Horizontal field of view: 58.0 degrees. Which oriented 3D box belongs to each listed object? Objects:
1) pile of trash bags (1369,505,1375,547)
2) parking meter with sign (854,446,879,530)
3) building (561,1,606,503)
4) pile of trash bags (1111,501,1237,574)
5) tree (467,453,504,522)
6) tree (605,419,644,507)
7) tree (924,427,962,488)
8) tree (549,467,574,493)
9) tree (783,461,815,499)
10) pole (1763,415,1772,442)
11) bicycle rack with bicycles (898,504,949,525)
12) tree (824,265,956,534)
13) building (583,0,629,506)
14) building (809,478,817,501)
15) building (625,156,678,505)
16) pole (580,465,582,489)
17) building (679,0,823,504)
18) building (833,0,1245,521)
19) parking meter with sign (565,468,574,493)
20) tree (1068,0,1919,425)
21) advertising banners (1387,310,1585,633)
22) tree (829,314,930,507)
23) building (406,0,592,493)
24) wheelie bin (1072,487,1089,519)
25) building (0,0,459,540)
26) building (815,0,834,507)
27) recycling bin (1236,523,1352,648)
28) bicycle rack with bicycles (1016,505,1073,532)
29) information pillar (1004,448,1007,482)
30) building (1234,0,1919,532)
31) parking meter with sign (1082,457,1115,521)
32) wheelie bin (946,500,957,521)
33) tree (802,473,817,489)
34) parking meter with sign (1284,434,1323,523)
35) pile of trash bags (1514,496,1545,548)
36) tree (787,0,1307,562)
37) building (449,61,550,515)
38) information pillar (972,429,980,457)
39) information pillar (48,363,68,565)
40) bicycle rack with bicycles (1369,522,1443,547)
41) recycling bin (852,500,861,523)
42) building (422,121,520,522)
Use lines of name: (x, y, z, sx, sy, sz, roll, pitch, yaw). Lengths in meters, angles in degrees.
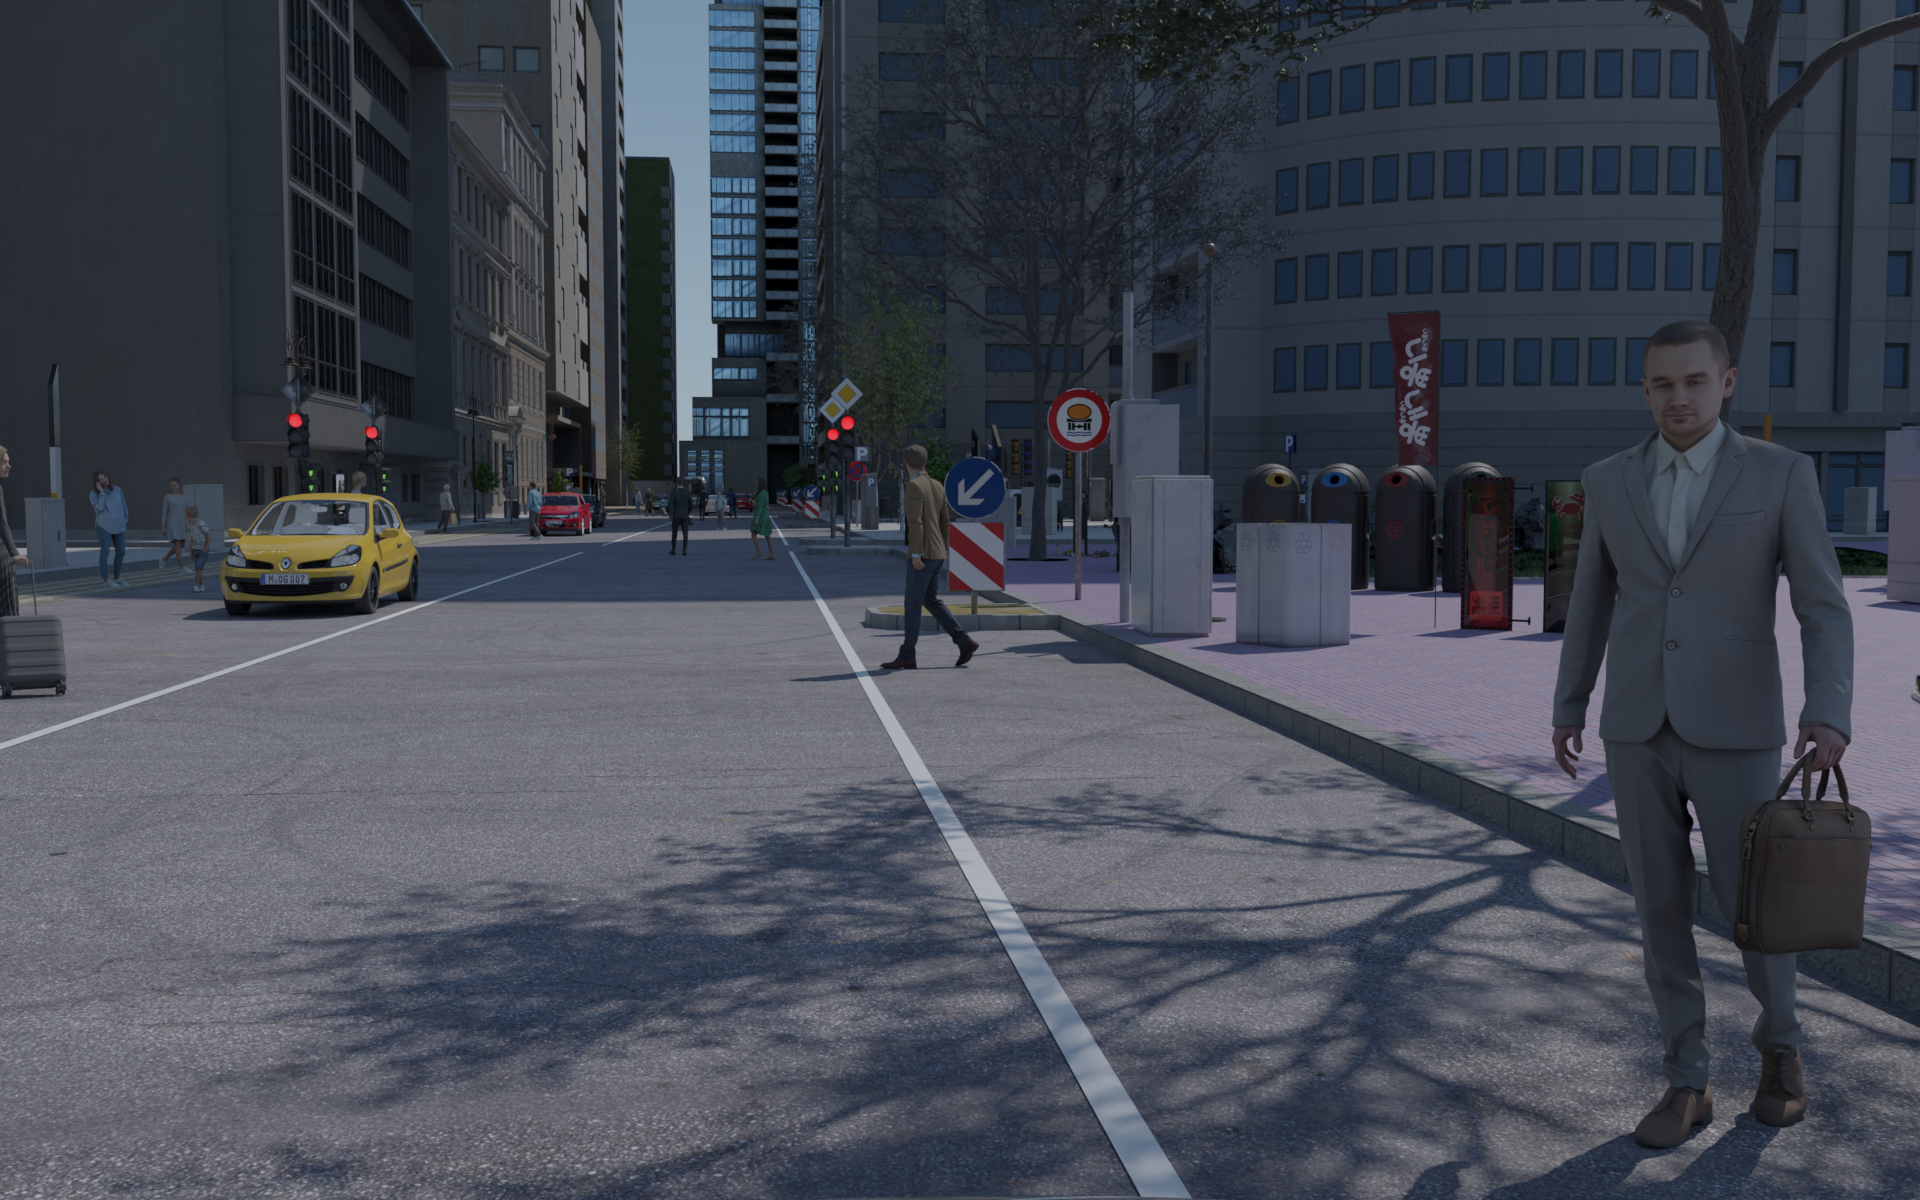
pile of trash bags: (8.944, -1.778, 38.823, 1.912, 1.369, 3.447, -1, 4, -11)
parking meter with sign: (-3.323, -4.057, 62.591, 0.543, 3.016, 1.738, -1, 4, -19)
building: (-39.647, -30.907, 155.439, 14.600, 45.320, 14.200, 0, 4, -7)
pile of trash bags: (3.442, -1.175, 28.958, 1.912, 1.369, 3.447, -1, 4, -13)
tree: (-21.984, -5.244, 80.346, 1.663, 3.219, 1.824, 0, 3, 0)
tree: (-32.752, -13.402, 169.489, 4.737, 8.622, 4.395, 0, 3, 0)
tree: (-0.796, -3.387, 49.986, 1.663, 3.219, 1.824, 0, 3, 0)
tree: (-28.204, -7.790, 121.965, 1.663, 3.219, 1.824, 0, 3, 0)
tree: (-16.081, -11.541, 172.410, 4.285, 4.588, 4.351, 0, 3, 0)
pole: (20.738, -3.102, 44.562, 0.158, 3.312, 0.155, 0, 3, 0)
bicycle rack with bicycles: (-1.446, -3.682, 73.582, 2.852, 0.926, 2.925, 1, 4, 9)
tree: (-1.972, -6.393, 54.885, 4.737, 8.622, 4.395, 0, 3, 0)
building: (-50.076, -39.268, 184.031, 28.212, 58.520, 21.231, 0, 4, -7)
building: (-0.188, -30.408, 189.053, 32.217, 40.220, 23.993, 0, 4, -7)
building: (-41.975, -32.325, 212.106, 14.086, 41.232, 14.154, 0, 4, -7)
pole: (-26.641, -7.823, 121.747, 0.158, 3.312, 0.155, 0, 3, 0)
building: (-19.575, -55.375, 218.053, 31.000, 86.520, 22.319, 0, 4, -7)
building: (2.832, -34.412, 104.632, 21.231, 58.520, 28.212, 0, 4, -7)
parking meter with sign: (-25.859, -7.232, 114.497, 0.543, 3.016, 1.738, 0, 4, -8)
tree: (3.876, -4.511, 8.168, 7.601, 10.594, 8.767, 3, 5, 43)
advertising banners: (4.993, -1.227, 16.250, 2.074, 3.025, 0.090, 2, 4, 33)
tree: (-3.362, -7.325, 70.132, 4.360, 8.622, 3.978, 0, 3, 0)
building: (-43.612, -33.306, 133.799, 28.713, 52.752, 27.495, 0, 4, -7)
wheelie bin: (5.765, -4.579, 82.769, 0.693, 1.594, 0.980, -1, 4, -19)
building: (-27.858, -14.865, 62.111, 14.314, 24.678, 30.058, 0, 4, -7)
building: (-2.688, -33.144, 165.598, 21.300, 48.544, 21.600, 0, 4, -7)
recycling bin: (2.855, -0.140, 14.850, 0.722, 1.027, 0.722, -2, 4, -28)
bicycle rack with bicycles: (2.744, -2.752, 58.370, 2.852, 0.926, 2.925, -1, 4, -12)
information pillar: (2.340, -5.967, 88.908, 0.183, 3.616, 0.504, 1, 4, 14)
building: (21.779, -31.929, 64.036, 28.212, 58.520, 21.231, 0, 4, -7)
parking meter with sign: (6.453, -5.194, 81.187, 1.738, 3.016, 0.543, -1, 4, -10)
wheelie bin: (-0.497, -4.463, 80.876, 0.693, 1.594, 0.980, -2, 4, -24)
tree: (-13.851, -10.107, 159.856, 1.663, 3.219, 1.824, 0, 3, 0)
parking meter with sign: (10.430, -3.346, 50.973, 1.738, 3.016, 0.543, -1, 4, -20)
pile of trash bags: (13.756, -1.928, 41.271, 3.447, 1.369, 1.912, 2, 4, 27)
tree: (1.644, -7.490, 32.825, 12.009, 13.543, 11.850, 0, 3, 0)
building: (-33.513, -19.732, 108.530, 13.634, 28.700, 20.117, 0, 4, -7)
information pillar: (0.553, -4.317, 61.930, 0.183, 3.616, 0.504, -2, 4, -28)
information pillar: (-16.078, -2.412, 30.798, 0.183, 3.616, 0.504, -1, 4, -16)
bicycle rack with bicycles: (8.527, -1.119, 31.675, 2.925, 0.926, 2.852, 0, 4, -1)
recycling bin: (-4.308, -3.874, 75.902, 0.722, 1.027, 0.722, -1, 4, -20)
building: (-29.703, -15.429, 88.426, 11.583, 22.565, 21.152, 0, 4, -7)
